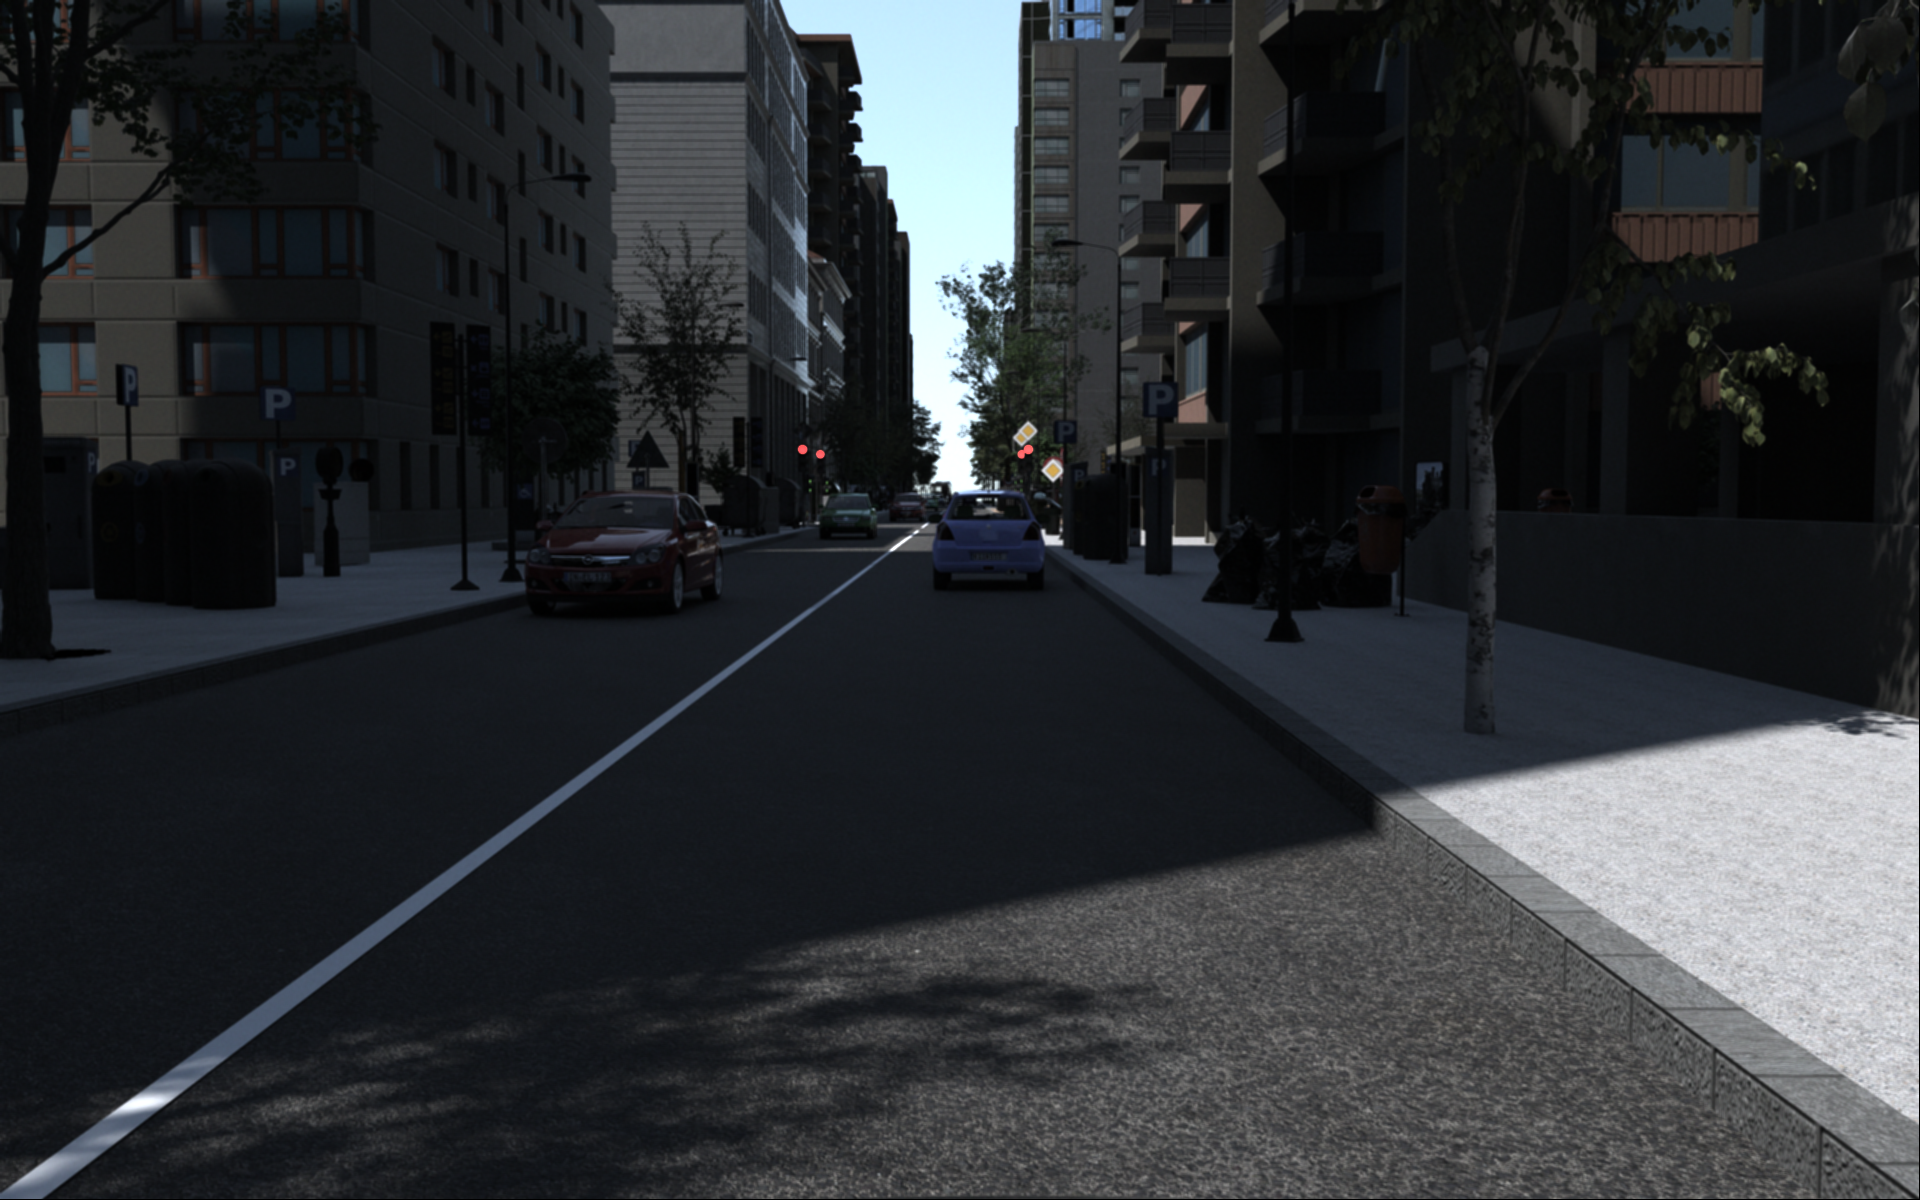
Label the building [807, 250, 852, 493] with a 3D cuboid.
[{"bbox_3d":[-15.018,-18.394,136.900,11.583,22.565,21.152,0,4,0],"label":"building"}]

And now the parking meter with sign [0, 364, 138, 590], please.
[{"bbox_3d":[-12.081,-1.660,23.407,1.738,3.016,0.543,0,4,-6],"label":"parking meter with sign"}]

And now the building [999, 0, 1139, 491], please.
[{"bbox_3d":[18.020,-59.883,291.764,22.319,86.520,31.000,0,4,0],"label":"building"}]

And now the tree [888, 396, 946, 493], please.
[{"bbox_3d":[-6.907,-19.455,224.744,9.857,13.997,8.962,0,3,0],"label":"tree"}]

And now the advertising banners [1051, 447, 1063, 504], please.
[{"bbox_3d":[3.642,-4.202,64.888,0.090,3.025,2.074,-1,4,-8],"label":"advertising banners"}]

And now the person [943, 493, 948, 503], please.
[{"bbox_3d":[-1.854,-12.970,222.029,0.593,1.643,0.415,-3,5,-44],"label":"person"}]

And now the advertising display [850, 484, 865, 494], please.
[{"bbox_3d":[-6.548,-6.438,110.477,0.974,1.923,0.123,0,4,5],"label":"advertising display"}]

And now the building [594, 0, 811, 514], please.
[{"bbox_3d":[-14.770,-19.181,91.109,11.434,29.767,29.804,0,4,0],"label":"building"}]

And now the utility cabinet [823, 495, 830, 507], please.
[{"bbox_3d":[-5.957,-4.086,77.971,0.306,1.237,1.020,0,4,5],"label":"utility cabinet"}]

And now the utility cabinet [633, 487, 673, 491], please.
[{"bbox_3d":[-9.158,-2.633,51.735,1.173,1.500,0.318,1,4,19],"label":"utility cabinet"}]

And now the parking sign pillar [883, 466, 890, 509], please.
[{"bbox_3d":[-6.181,-9.755,147.965,1.447,3.967,1.447,0,4,-1],"label":"parking sign pillar"}]

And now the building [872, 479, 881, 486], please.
[{"bbox_3d":[-25.149,-30.514,190.792,32.217,40.220,23.993,0,4,0],"label":"building"}]

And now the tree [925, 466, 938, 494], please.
[{"bbox_3d":[-5.803,-21.264,298.026,4.737,8.622,4.395,0,3,0],"label":"tree"}]

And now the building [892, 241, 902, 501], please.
[{"bbox_3d":[-16.396,-35.983,271.920,14.154,41.232,14.086,0,4,0],"label":"building"}]

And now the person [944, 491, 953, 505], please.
[{"bbox_3d":[-1.048,-9.813,169.619,1.217,1.739,0.721,-2,4,-33],"label":"person"}]

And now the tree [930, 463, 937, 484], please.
[{"bbox_3d":[-5.746,-14.789,192.166,4.360,8.622,3.978,0,3,0],"label":"tree"}]

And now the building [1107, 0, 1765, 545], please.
[{"bbox_3d":[16.026,-24.052,47.869,22.147,44.769,28.867,0,4,0],"label":"building"}]

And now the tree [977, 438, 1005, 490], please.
[{"bbox_3d":[3.661,-15.250,199.703,4.360,8.622,3.978,0,3,0],"label":"tree"}]

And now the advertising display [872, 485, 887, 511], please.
[{"bbox_3d":[-6.047,-7.693,130.991,0.974,1.923,0.123,0,4,6],"label":"advertising display"}]

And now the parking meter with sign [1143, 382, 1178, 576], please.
[{"bbox_3d":[3.223,-1.933,27.864,0.543,3.016,1.738,0,4,7],"label":"parking meter with sign"}]

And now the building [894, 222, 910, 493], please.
[{"bbox_3d":[-15.343,-38.887,285.907,14.600,45.320,14.200,0,4,0],"label":"building"}]

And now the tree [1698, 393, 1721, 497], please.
[{"bbox_3d":[11.919,-2.067,28.405,1.663,3.219,1.824,0,3,0],"label":"tree"}]

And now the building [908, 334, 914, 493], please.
[{"bbox_3d":[-15.330,-32.369,300.932,14.160,30.474,14.107,0,4,0],"label":"building"}]

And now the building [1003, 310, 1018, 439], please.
[{"bbox_3d":[13.721,-30.537,270.980,14.160,30.474,14.107,0,4,0],"label":"building"}]

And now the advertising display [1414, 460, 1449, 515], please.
[{"bbox_3d":[8.945,-1.693,32.895,0.123,1.923,0.974,-1,4,-18],"label":"advertising display"}]

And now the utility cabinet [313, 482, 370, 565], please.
[{"bbox_3d":[-11.129,-1.375,31.158,0.318,1.500,1.173,1,4,17],"label":"utility cabinet"}]

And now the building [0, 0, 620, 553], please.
[{"bbox_3d":[-27.283,-12.584,50.785,28.899,21.520,27.650,0,4,0],"label":"building"}]

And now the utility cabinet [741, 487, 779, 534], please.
[{"bbox_3d":[-6.409,-2.870,55.603,1.173,1.500,0.318,-1,4,-21],"label":"utility cabinet"}]

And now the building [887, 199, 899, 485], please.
[{"bbox_3d":[-20.187,-36.409,249.908,22.147,44.769,28.867,0,4,0],"label":"building"}]

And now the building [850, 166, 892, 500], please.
[{"bbox_3d":[-16.021,-32.179,209.728,14.154,41.232,14.086,0,4,0],"label":"building"}]

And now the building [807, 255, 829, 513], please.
[{"bbox_3d":[-14.806,-15.425,116.824,10.561,19.102,19.286,0,4,0],"label":"building"}]

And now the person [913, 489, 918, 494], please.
[{"bbox_3d":[-3.822,-8.521,147.794,0.580,1.828,0.573,2,4,28],"label":"person"}]

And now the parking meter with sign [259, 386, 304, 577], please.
[{"bbox_3d":[-10.726,-1.911,27.499,0.543,3.016,1.738,-2,4,-27],"label":"parking meter with sign"}]

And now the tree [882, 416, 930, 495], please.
[{"bbox_3d":[-5.963,-13.039,163.554,4.360,8.622,3.978,0,3,0],"label":"tree"}]

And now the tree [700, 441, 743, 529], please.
[{"bbox_3d":[-8.610,-4.203,63.322,1.663,3.219,1.824,0,3,0],"label":"tree"}]

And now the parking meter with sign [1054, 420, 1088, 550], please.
[{"bbox_3d":[2.661,-2.690,40.242,0.543,3.016,1.738,-1,4,-11],"label":"parking meter with sign"}]

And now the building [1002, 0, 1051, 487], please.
[{"bbox_3d":[16.705,-49.768,251.961,20.563,71.187,20.611,0,4,0],"label":"building"}]

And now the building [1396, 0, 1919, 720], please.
[{"bbox_3d":[21.582,-19.678,13.619,32.217,40.220,23.993,0,4,0],"label":"building"}]

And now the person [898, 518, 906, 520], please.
[{"bbox_3d":[-3.166,-5.022,94.884,0.640,1.303,0.475,2,4,35],"label":"person"}]

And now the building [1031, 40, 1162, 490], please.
[{"bbox_3d":[13.553,-29.149,160.176,14.154,41.232,14.086,0,4,0],"label":"building"}]

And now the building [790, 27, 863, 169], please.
[{"bbox_3d":[-20.591,-31.121,163.446,22.147,44.769,28.867,0,4,0],"label":"building"}]

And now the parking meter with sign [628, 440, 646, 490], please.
[{"bbox_3d":[-10.271,-3.608,55.252,0.543,3.016,1.738,-1,4,-12],"label":"parking meter with sign"}]
